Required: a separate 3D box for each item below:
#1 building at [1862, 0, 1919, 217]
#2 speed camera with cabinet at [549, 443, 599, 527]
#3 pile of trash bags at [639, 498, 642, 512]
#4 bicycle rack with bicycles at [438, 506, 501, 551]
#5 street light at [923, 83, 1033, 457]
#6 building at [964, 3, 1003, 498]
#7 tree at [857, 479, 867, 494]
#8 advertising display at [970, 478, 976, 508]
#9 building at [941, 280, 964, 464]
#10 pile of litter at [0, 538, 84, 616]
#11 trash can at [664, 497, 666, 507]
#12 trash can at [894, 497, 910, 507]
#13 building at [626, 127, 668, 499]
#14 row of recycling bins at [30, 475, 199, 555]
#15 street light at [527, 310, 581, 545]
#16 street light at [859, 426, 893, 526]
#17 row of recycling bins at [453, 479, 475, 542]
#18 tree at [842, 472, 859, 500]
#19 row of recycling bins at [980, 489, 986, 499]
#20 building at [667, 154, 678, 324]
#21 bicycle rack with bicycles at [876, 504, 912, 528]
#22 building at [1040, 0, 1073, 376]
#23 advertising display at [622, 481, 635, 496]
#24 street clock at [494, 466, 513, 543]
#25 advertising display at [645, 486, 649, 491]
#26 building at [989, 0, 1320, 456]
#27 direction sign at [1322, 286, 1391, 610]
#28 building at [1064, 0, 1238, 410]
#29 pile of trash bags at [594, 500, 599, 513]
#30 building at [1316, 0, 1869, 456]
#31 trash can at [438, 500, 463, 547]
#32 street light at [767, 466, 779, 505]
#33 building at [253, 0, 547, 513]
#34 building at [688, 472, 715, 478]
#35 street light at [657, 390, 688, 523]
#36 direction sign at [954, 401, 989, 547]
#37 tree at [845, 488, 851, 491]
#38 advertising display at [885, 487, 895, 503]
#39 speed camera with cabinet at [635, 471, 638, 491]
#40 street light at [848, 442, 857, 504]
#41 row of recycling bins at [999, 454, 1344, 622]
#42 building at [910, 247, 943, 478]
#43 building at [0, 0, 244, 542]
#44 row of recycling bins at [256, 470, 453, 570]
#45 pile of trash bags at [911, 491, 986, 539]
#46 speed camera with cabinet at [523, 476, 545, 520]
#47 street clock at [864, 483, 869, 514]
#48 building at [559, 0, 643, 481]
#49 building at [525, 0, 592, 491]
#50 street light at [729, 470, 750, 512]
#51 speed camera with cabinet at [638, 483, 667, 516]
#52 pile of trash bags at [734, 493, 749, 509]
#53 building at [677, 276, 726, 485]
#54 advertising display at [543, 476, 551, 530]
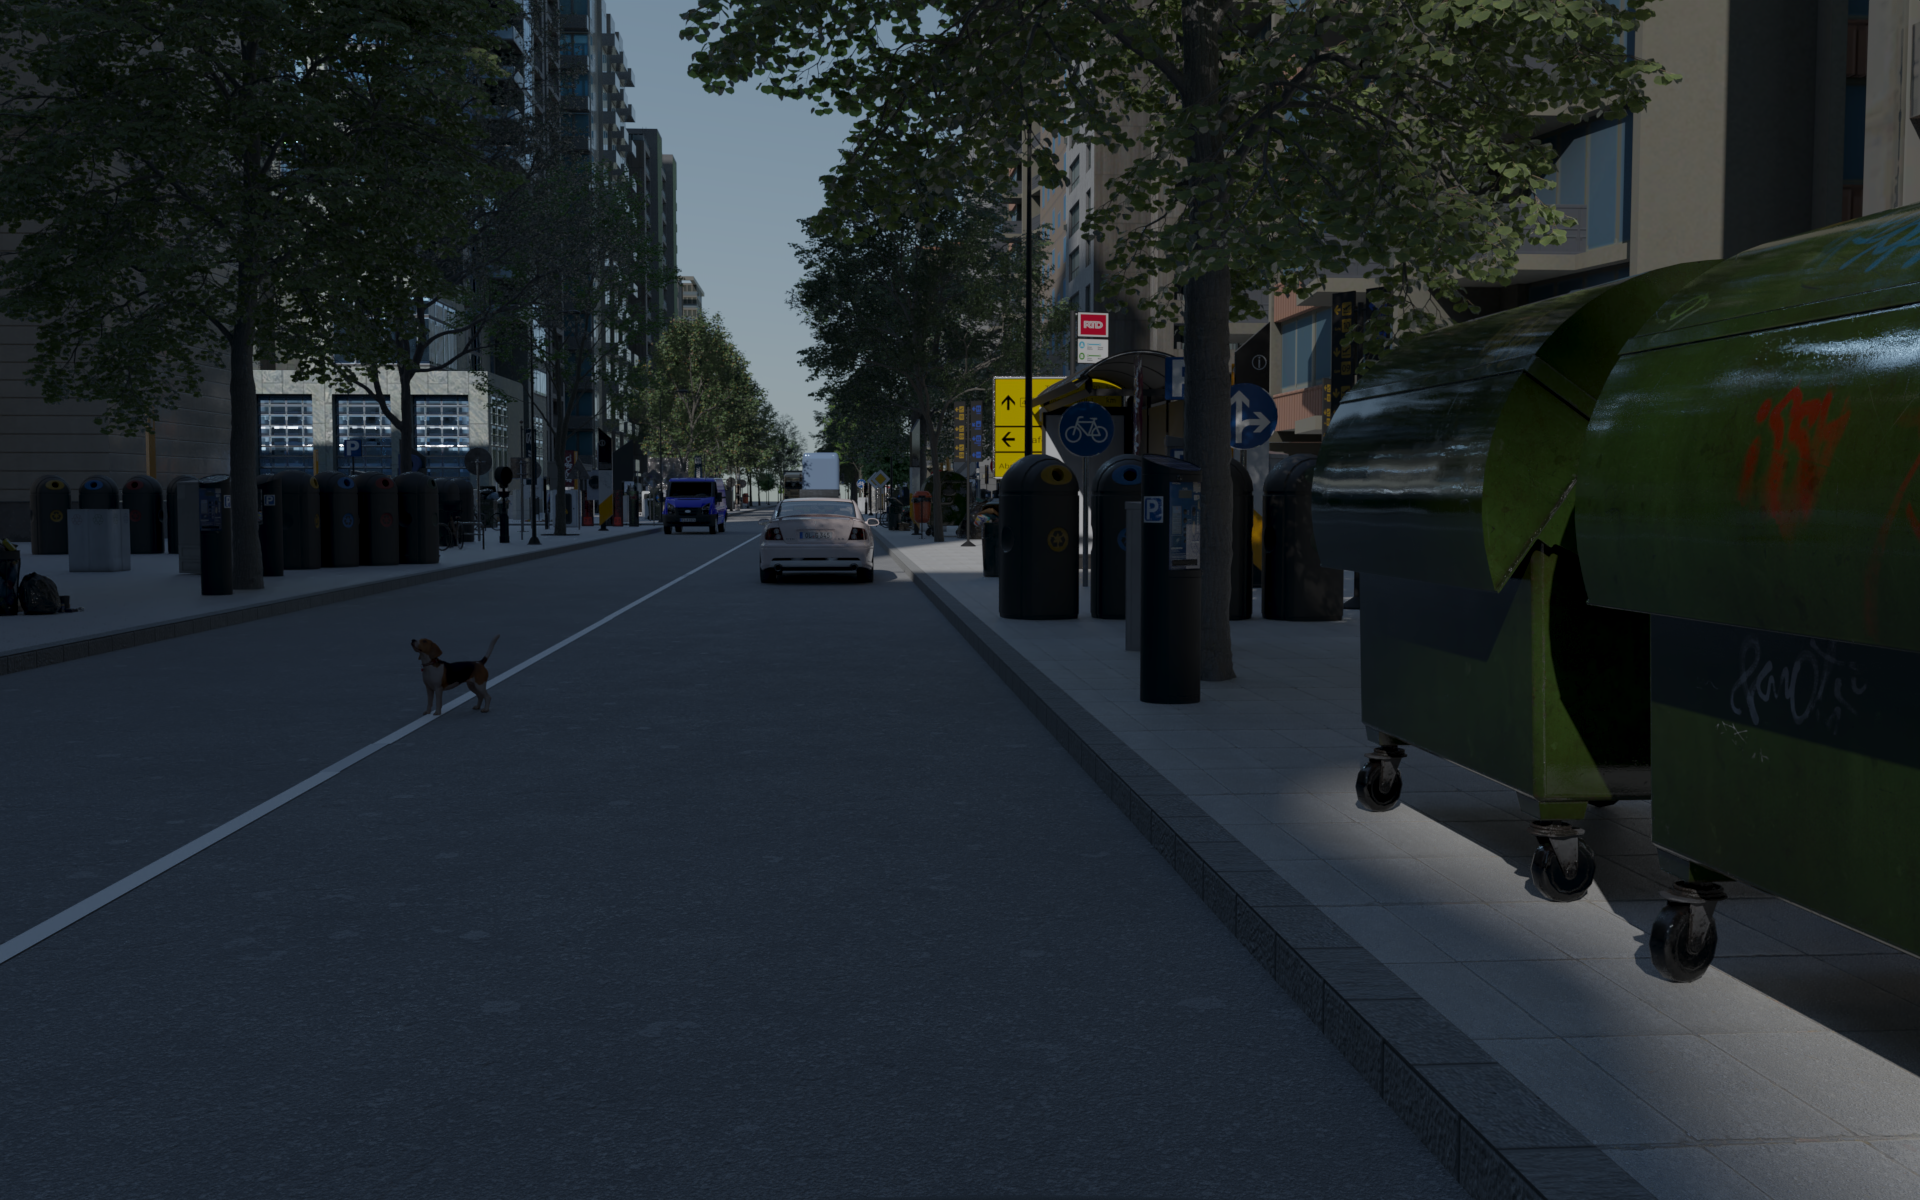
[{"bbox_3d":[23.220,-23.740,11.853,21.300,48.544,21.600,0,4,-4],"label":"building"},{"bbox_3d":[-14.645,-4.428,66.727,2.038,3.252,0.660,0,4,5],"label":"speed camera with cabinet"},{"bbox_3d":[-28.588,-8.520,149.048,1.912,1.369,3.447,0,4,3],"label":"pile of trash bags"},{"bbox_3d":[-12.271,-1.627,39.986,2.852,0.926,2.925,-3,4,-38],"label":"bicycle rack with bicycles"},{"bbox_3d":[0.241,-2.880,19.634,1.470,5.913,1.316,0,4,-4],"label":"street light"},{"bbox_3d":[10.860,-39.009,179.793,21.231,58.520,28.212,0,4,-4],"label":"building"},{"bbox_3d":[-12.550,-13.763,219.619,1.663,3.219,1.824,0,3,0],"label":"tree"},{"bbox_3d":[0.405,-3.996,70.551,0.123,1.923,0.974,2,4,24],"label":"advertising display"},{"bbox_3d":[9.647,-35.516,272.566,32.217,40.220,23.993,0,4,-4],"label":"building"},{"bbox_3d":[-10.320,-0.274,18.441,1.719,0.858,1.176,-1,4,-21],"label":"pile of litter"},{"bbox_3d":[-14.871,-4.720,88.823,0.748,1.137,0.748,0,3,0],"label":"trash can"},{"bbox_3d":[-3.109,-4.650,87.684,0.748,1.137,0.748,0,3,0],"label":"trash can"},{"bbox_3d":[-39.870,-30.840,187.833,14.154,41.232,14.086,0,4,-4],"label":"building"},{"bbox_3d":[-18.027,-1.837,37.140,3.534,1.692,1.069,-1,4,-11],"label":"row of recycling bins"},{"bbox_3d":[-10.258,-4.358,43.790,1.470,5.913,1.316,0,4,-4],"label":"street light"},{"bbox_3d":[-3.301,-5.942,69.694,1.470,5.913,1.316,0,4,-4],"label":"street light"},{"bbox_3d":[-13.793,-2.325,45.128,1.069,1.692,3.534,1,4,16],"label":"row of recycling bins"},{"bbox_3d":[-14.897,-19.689,238.919,9.611,12.733,9.660,0,3,0],"label":"tree"},{"bbox_3d":[1.122,-7.457,129.030,1.069,1.692,3.534,2,4,30],"label":"row of recycling bins"},{"bbox_3d":[-40.559,-31.714,202.120,14.154,41.232,14.086,0,4,-4],"label":"building"},{"bbox_3d":[-1.948,-3.252,66.548,2.925,0.926,2.852,-1,4,-16],"label":"bicycle rack with bicycles"},{"bbox_3d":[12.794,-28.108,109.670,14.600,45.320,14.200,0,4,-4],"label":"building"},{"bbox_3d":[-15.853,-4.747,82.830,0.123,1.923,0.974,1,4,21],"label":"advertising display"},{"bbox_3d":[-11.941,-2.494,45.348,0.358,2.002,0.471,2,4,26],"label":"street clock"},{"bbox_3d":[-23.674,-7.789,132.561,0.974,1.923,0.123,-3,4,-39],"label":"advertising display"},{"bbox_3d":[13.686,-29.644,139.309,22.147,44.769,28.867,0,4,-4],"label":"building"},{"bbox_3d":[4.438,-1.668,19.272,0.379,3.537,0.876,-2,4,-31],"label":"direction sign"},{"bbox_3d":[13.564,-19.807,95.543,14.107,30.474,14.160,0,4,-4],"label":"building"},{"bbox_3d":[-23.343,-6.437,114.997,1.912,1.369,3.447,-1,4,-19],"label":"pile of trash bags"},{"bbox_3d":[18.324,-23.868,44.872,22.147,44.769,28.867,0,4,-4],"label":"building"},{"bbox_3d":[-12.555,-1.885,42.481,0.748,1.137,0.748,0,3,0],"label":"trash can"},{"bbox_3d":[-21.920,-14.108,203.204,1.470,5.913,1.316,0,4,-4],"label":"street light"},{"bbox_3d":[-37.061,-48.358,103.333,22.319,86.520,31.000,0,4,-4],"label":"building"},{"bbox_3d":[-51.025,-25.324,259.088,27.650,21.520,28.899,0,4,-4],"label":"building"},{"bbox_3d":[-12.796,-6.403,77.228,1.470,5.913,1.316,0,4,-4],"label":"street light"},{"bbox_3d":[0.201,-3.075,42.273,0.876,3.537,0.379,3,5,40],"label":"direction sign"},{"bbox_3d":[-15.393,-18.562,253.855,4.360,8.622,3.978,0,3,0],"label":"tree"},{"bbox_3d":[-6.004,-8.631,146.336,0.974,1.923,0.123,1,4,14],"label":"advertising display"},{"bbox_3d":[-27.875,-9.290,146.228,2.038,3.252,0.660,2,4,27],"label":"speed camera with cabinet"},{"bbox_3d":[-5.835,-7.963,102.735,1.470,5.913,1.316,0,4,-4],"label":"street light"},{"bbox_3d":[2.156,-0.660,17.902,3.534,1.692,1.069,0,4,4],"label":"row of recycling bins"},{"bbox_3d":[2.610,-39.373,298.366,22.147,44.769,28.867,0,4,-4],"label":"building"},{"bbox_3d":[-35.121,-15.477,50.306,25.104,27.353,12.463,0,4,-4],"label":"building"},{"bbox_3d":[-10.768,-1.445,30.745,1.069,1.692,3.534,2,4,29],"label":"row of recycling bins"},{"bbox_3d":[0.321,-2.439,49.637,3.447,1.369,1.912,0,4,0],"label":"pile of trash bags"},{"bbox_3d":[-19.656,-5.360,81.978,0.660,3.252,2.038,3,5,43],"label":"speed camera with cabinet"},{"bbox_3d":[-5.906,-6.382,108.910,0.358,2.002,0.471,0,4,-1],"label":"street clock"},{"bbox_3d":[-42.913,-33.363,165.085,23.786,49.044,30.456,0,4,-4],"label":"building"},{"bbox_3d":[-40.537,-42.760,137.380,20.563,71.187,20.611,0,4,-4],"label":"building"},{"bbox_3d":[-16.255,-9.450,127.049,1.470,5.913,1.316,0,4,-4],"label":"street light"},{"bbox_3d":[-17.255,-6.434,99.528,2.038,3.252,0.660,1,4,18],"label":"speed camera with cabinet"},{"bbox_3d":[-19.373,-8.547,149.488,3.447,1.369,1.912,3,5,44],"label":"pile of trash bags"},{"bbox_3d":[-55.187,-36.271,284.909,32.217,40.220,23.993,0,4,-4],"label":"building"},{"bbox_3d":[-15.040,-3.538,63.060,0.123,1.923,0.974,0,4,-6],"label":"advertising display"}]
